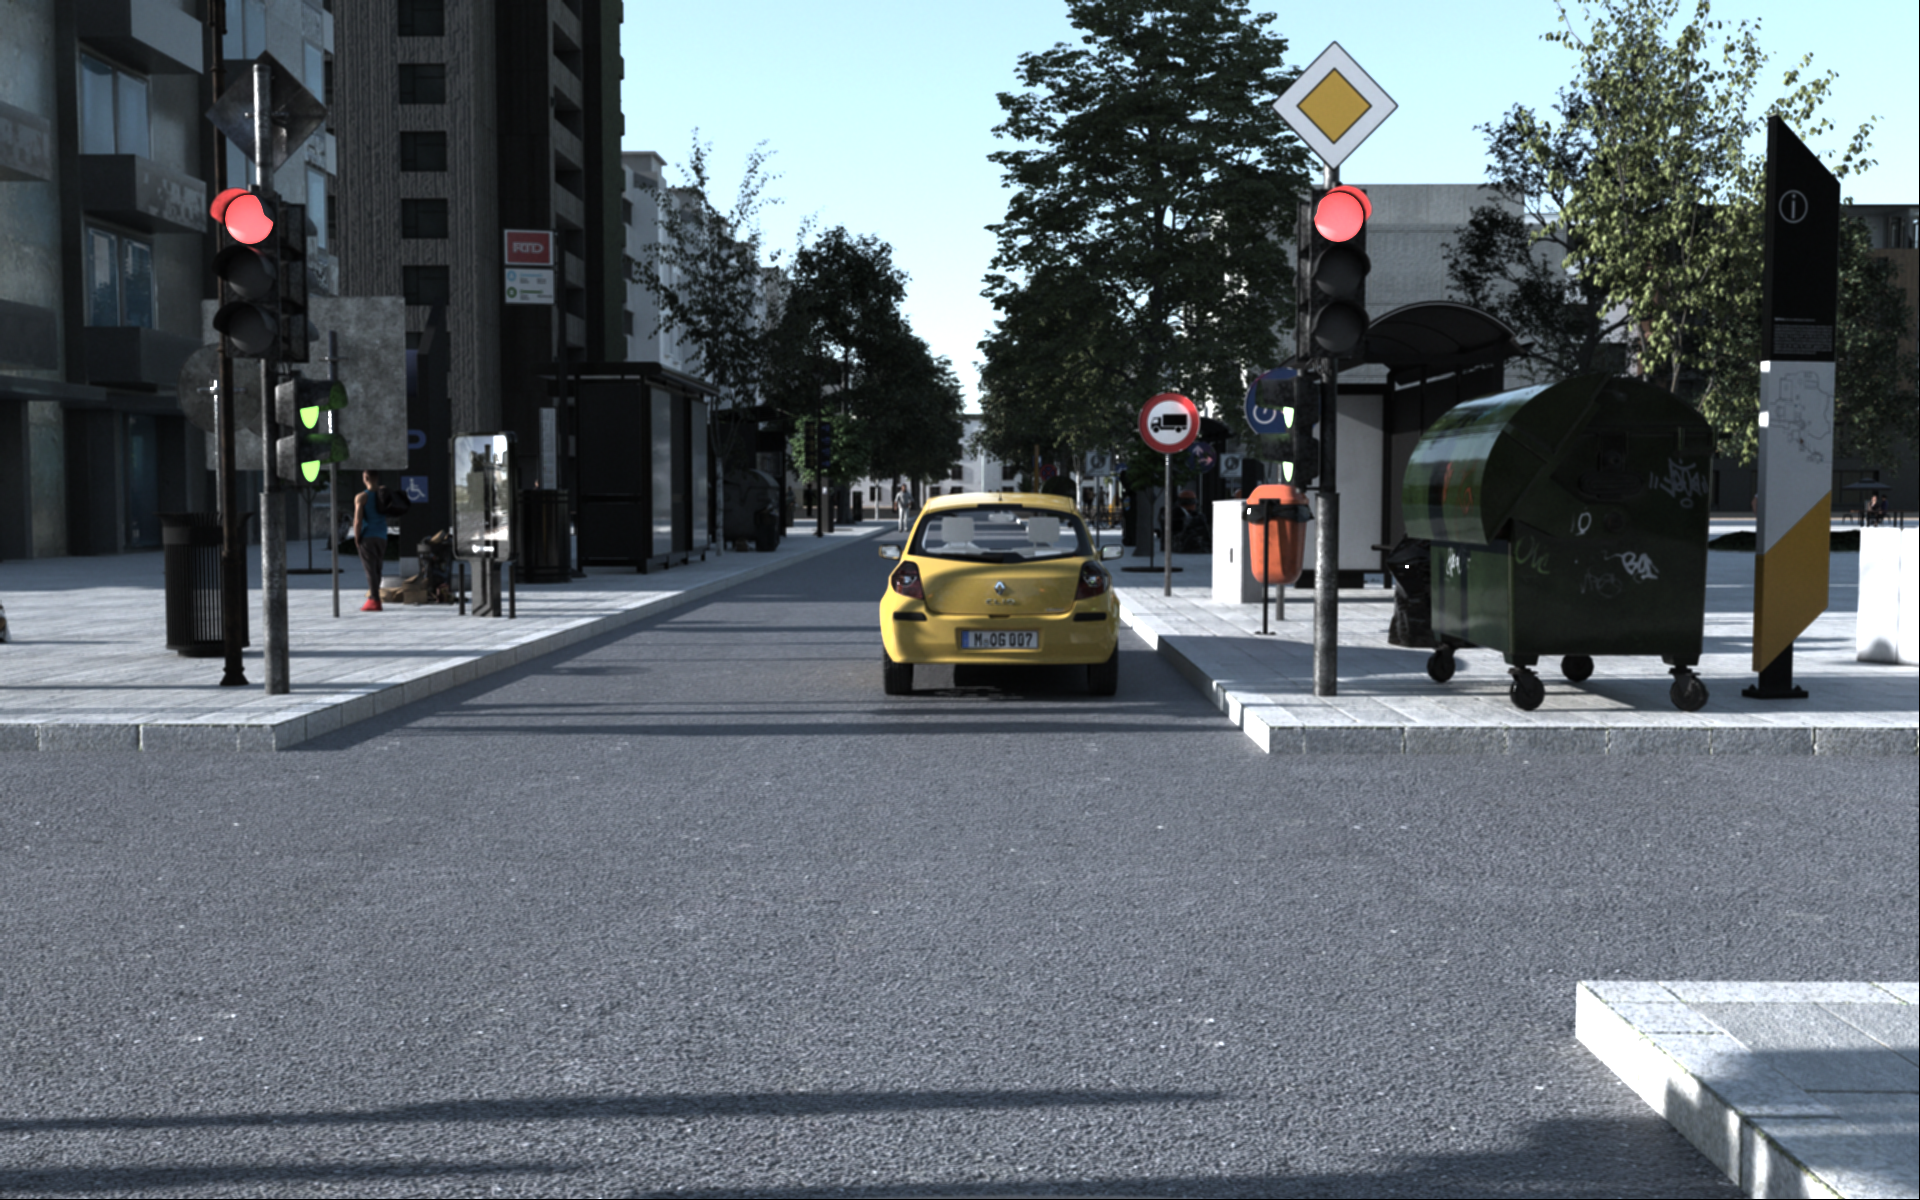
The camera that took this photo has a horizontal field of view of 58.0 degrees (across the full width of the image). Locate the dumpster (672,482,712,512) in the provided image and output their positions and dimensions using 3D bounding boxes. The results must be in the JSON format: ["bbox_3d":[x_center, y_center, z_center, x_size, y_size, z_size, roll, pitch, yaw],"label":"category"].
[{"bbox_3d":[-6.656,-2.163,41.124,1.264,1.857,1.865,0,4,1],"label":"dumpster"}]

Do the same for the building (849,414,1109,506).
[{"bbox_3d":[2.447,-14.891,185.606,28.070,9.664,9.099,0,4,1],"label":"building"}]

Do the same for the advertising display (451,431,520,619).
[{"bbox_3d":[-4.960,-0.788,18.093,0.974,1.923,0.123,3,4,38],"label":"advertising display"}]

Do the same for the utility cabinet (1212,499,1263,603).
[{"bbox_3d":[3.327,-0.590,20.806,0.306,1.237,1.020,-1,4,-11],"label":"utility cabinet"}]

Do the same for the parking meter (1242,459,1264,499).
[{"bbox_3d":[4.846,-1.405,28.676,0.255,1.863,0.399,2,4,35],"label":"parking meter"}]

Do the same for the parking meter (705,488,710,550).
[{"bbox_3d":[-5.953,-1.921,39.823,0.372,1.533,0.369,0,3,0],"label":"parking meter"}]

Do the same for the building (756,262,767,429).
[{"bbox_3d":[-22.336,-16.611,128.014,16.016,20.091,11.380,0,4,1],"label":"building"}]

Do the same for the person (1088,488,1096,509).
[{"bbox_3d":[11.326,-8.830,150.513,1.348,1.812,0.705,-2,4,-35],"label":"person"}]

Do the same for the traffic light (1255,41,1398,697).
[{"bbox_3d":[2.308,-1.346,10.929,0.839,4.253,0.868,0,4,1],"label":"traffic light"}]

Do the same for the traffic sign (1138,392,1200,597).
[{"bbox_3d":[2.607,-1.317,21.645,0.768,2.556,0.104,0,4,5],"label":"traffic sign"}]

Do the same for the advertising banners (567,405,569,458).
[{"bbox_3d":[-7.466,-2.237,32.769,0.090,3.025,2.074,-1,4,-15],"label":"advertising banners"}]

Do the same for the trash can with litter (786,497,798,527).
[{"bbox_3d":[-6.757,-3.364,66.388,0.624,1.170,1.055,3,5,40],"label":"trash can with litter"}]

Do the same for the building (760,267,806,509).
[{"bbox_3d":[-29.663,-16.960,143.754,31.486,18.905,16.747,0,4,1],"label":"building"}]

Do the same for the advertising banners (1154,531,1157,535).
[{"bbox_3d":[5.940,-3.508,53.542,0.090,3.025,2.074,2,4,24],"label":"advertising banners"}]

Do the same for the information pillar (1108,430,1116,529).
[{"bbox_3d":[5.594,-4.421,63.645,0.183,3.616,0.504,1,4,22],"label":"information pillar"}]

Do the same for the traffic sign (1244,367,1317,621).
[{"bbox_3d":[3.250,-1.064,17.507,0.768,2.556,0.104,0,4,8],"label":"traffic sign"}]

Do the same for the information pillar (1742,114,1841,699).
[{"bbox_3d":[5.228,-1.192,10.848,0.504,3.616,0.183,-1,4,-12],"label":"information pillar"}]

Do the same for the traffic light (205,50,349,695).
[{"bbox_3d":[-4.373,-1.351,11.017,0.839,4.253,0.868,0,4,1],"label":"traffic light"}]

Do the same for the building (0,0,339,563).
[{"bbox_3d":[-27.844,-25.461,35.896,23.786,49.044,30.456,0,4,1],"label":"building"}]

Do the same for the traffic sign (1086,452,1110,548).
[{"bbox_3d":[3.292,-2.397,41.323,0.606,2.300,0.079,0,4,7],"label":"traffic sign"}]

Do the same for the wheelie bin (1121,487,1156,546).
[{"bbox_3d":[4.418,-2.122,42.599,0.693,1.594,0.980,3,4,36],"label":"wheelie bin"}]

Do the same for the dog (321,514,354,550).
[{"bbox_3d":[-14.395,-1.555,39.804,0.800,0.831,0.513,0,4,-6],"label":"dog"}]

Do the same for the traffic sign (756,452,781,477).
[{"bbox_3d":[-4.608,-2.422,41.721,0.606,2.300,0.079,0,4,6],"label":"traffic sign"}]

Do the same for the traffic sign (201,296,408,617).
[{"bbox_3d":[-6.809,-1.475,17.985,2.265,3.308,0.079,1,4,9],"label":"traffic sign"}]

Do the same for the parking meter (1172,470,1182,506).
[{"bbox_3d":[5.274,-2.253,42.548,0.255,1.863,0.399,2,4,33],"label":"parking meter"}]

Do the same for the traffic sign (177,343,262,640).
[{"bbox_3d":[-6.225,-0.887,14.607,0.768,2.556,0.104,0,4,3],"label":"traffic sign"}]

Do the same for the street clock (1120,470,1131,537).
[{"bbox_3d":[4.991,-2.892,51.859,0.358,2.002,0.471,-2,4,-26],"label":"street clock"}]

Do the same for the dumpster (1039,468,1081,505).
[{"bbox_3d":[3.797,-3.875,65.856,1.502,2.255,1.985,0,4,1],"label":"dumpster"}]

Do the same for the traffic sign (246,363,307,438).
[{"bbox_3d":[-6.407,-0.982,16.169,0.768,2.556,0.104,0,4,8],"label":"traffic sign"}]

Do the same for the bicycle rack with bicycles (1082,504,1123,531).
[{"bbox_3d":[5.550,-2.966,61.879,2.925,0.926,2.852,0,4,2],"label":"bicycle rack with bicycles"}]

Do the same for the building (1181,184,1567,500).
[{"bbox_3d":[23.850,-14.739,107.448,16.747,18.905,31.486,0,4,1],"label":"building"}]

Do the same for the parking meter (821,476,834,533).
[{"bbox_3d":[-4.374,-3.157,57.328,0.399,1.863,0.255,3,5,43],"label":"parking meter"}]

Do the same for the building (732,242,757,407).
[{"bbox_3d":[-22.678,-15.906,116.479,16.016,20.091,11.380,0,4,1],"label":"building"}]

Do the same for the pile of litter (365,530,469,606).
[{"bbox_3d":[-6.465,-0.405,20.589,1.176,0.858,1.719,-1,4,-17],"label":"pile of litter"}]

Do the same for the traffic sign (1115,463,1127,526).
[{"bbox_3d":[6.578,-4.276,70.015,0.768,2.556,0.104,0,4,3],"label":"traffic sign"}]

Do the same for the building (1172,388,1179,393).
[{"bbox_3d":[21.014,-11.948,137.500,9.099,9.664,28.070,0,4,1],"label":"building"}]

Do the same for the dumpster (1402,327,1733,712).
[{"bbox_3d":[3.776,-0.518,10.965,1.502,2.255,1.985,0,4,1],"label":"dumpster"}]

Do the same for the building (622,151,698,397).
[{"bbox_3d":[-23.349,-14.516,93.755,16.016,20.091,11.380,0,4,1],"label":"building"}]

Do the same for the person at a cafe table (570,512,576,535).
[{"bbox_3d":[-12.758,-2.767,53.750,1.698,1.524,1.622,1,4,18],"label":"person at a cafe table"}]

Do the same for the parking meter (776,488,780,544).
[{"bbox_3d":[-4.800,-2.194,44.276,0.372,1.533,0.369,0,3,0],"label":"parking meter"}]

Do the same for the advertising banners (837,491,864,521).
[{"bbox_3d":[-5.516,-5.210,81.378,2.074,3.025,0.090,-1,4,-21],"label":"advertising banners"}]

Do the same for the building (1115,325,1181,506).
[{"bbox_3d":[22.227,-20.324,188.712,11.380,20.091,16.016,0,4,1],"label":"building"}]

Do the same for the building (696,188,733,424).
[{"bbox_3d":[-22.827,-15.210,105.107,16.016,20.091,11.380,0,4,1],"label":"building"}]

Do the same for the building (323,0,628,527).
[{"bbox_3d":[-22.430,-18.399,72.529,14.160,30.474,14.107,0,4,1],"label":"building"}]

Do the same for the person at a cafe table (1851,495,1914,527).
[{"bbox_3d":[31.207,-2.933,58.822,1.698,1.238,1.726,1,4,13],"label":"person at a cafe table"}]

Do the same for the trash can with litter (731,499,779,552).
[{"bbox_3d":[-4.556,-1.655,38.448,1.055,1.170,0.624,-1,4,-9],"label":"trash can with litter"}]

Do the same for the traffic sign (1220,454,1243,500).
[{"bbox_3d":[6.876,-2.552,43.850,0.606,2.300,0.079,1,4,10],"label":"traffic sign"}]

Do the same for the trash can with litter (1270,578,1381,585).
[{"bbox_3d":[5.015,-0.858,25.088,2.233,1.210,1.678,0,4,2],"label":"trash can with litter"}]

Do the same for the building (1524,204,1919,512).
[{"bbox_3d":[53.052,-17.889,136.462,32.646,21.610,27.936,0,4,1],"label":"building"}]

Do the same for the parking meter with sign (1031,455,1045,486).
[{"bbox_3d":[3.976,-4.970,77.526,0.543,3.016,1.738,-3,5,-39],"label":"parking meter with sign"}]

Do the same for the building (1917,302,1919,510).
[{"bbox_3d":[75.343,-17.493,142.422,11.380,20.091,16.016,0,4,1],"label":"building"}]

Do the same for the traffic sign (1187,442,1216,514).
[{"bbox_3d":[5.847,-2.573,42.180,0.768,2.556,0.104,0,4,8],"label":"traffic sign"}]

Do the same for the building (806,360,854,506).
[{"bbox_3d":[-27.418,-19.785,189.935,31.486,18.905,16.747,0,4,1],"label":"building"}]

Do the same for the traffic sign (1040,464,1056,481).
[{"bbox_3d":[3.764,-4.498,73.648,0.768,2.556,0.104,1,4,8],"label":"traffic sign"}]

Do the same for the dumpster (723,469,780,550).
[{"bbox_3d":[-4.889,-2.093,39.982,1.264,1.857,1.865,0,4,1],"label":"dumpster"}]
